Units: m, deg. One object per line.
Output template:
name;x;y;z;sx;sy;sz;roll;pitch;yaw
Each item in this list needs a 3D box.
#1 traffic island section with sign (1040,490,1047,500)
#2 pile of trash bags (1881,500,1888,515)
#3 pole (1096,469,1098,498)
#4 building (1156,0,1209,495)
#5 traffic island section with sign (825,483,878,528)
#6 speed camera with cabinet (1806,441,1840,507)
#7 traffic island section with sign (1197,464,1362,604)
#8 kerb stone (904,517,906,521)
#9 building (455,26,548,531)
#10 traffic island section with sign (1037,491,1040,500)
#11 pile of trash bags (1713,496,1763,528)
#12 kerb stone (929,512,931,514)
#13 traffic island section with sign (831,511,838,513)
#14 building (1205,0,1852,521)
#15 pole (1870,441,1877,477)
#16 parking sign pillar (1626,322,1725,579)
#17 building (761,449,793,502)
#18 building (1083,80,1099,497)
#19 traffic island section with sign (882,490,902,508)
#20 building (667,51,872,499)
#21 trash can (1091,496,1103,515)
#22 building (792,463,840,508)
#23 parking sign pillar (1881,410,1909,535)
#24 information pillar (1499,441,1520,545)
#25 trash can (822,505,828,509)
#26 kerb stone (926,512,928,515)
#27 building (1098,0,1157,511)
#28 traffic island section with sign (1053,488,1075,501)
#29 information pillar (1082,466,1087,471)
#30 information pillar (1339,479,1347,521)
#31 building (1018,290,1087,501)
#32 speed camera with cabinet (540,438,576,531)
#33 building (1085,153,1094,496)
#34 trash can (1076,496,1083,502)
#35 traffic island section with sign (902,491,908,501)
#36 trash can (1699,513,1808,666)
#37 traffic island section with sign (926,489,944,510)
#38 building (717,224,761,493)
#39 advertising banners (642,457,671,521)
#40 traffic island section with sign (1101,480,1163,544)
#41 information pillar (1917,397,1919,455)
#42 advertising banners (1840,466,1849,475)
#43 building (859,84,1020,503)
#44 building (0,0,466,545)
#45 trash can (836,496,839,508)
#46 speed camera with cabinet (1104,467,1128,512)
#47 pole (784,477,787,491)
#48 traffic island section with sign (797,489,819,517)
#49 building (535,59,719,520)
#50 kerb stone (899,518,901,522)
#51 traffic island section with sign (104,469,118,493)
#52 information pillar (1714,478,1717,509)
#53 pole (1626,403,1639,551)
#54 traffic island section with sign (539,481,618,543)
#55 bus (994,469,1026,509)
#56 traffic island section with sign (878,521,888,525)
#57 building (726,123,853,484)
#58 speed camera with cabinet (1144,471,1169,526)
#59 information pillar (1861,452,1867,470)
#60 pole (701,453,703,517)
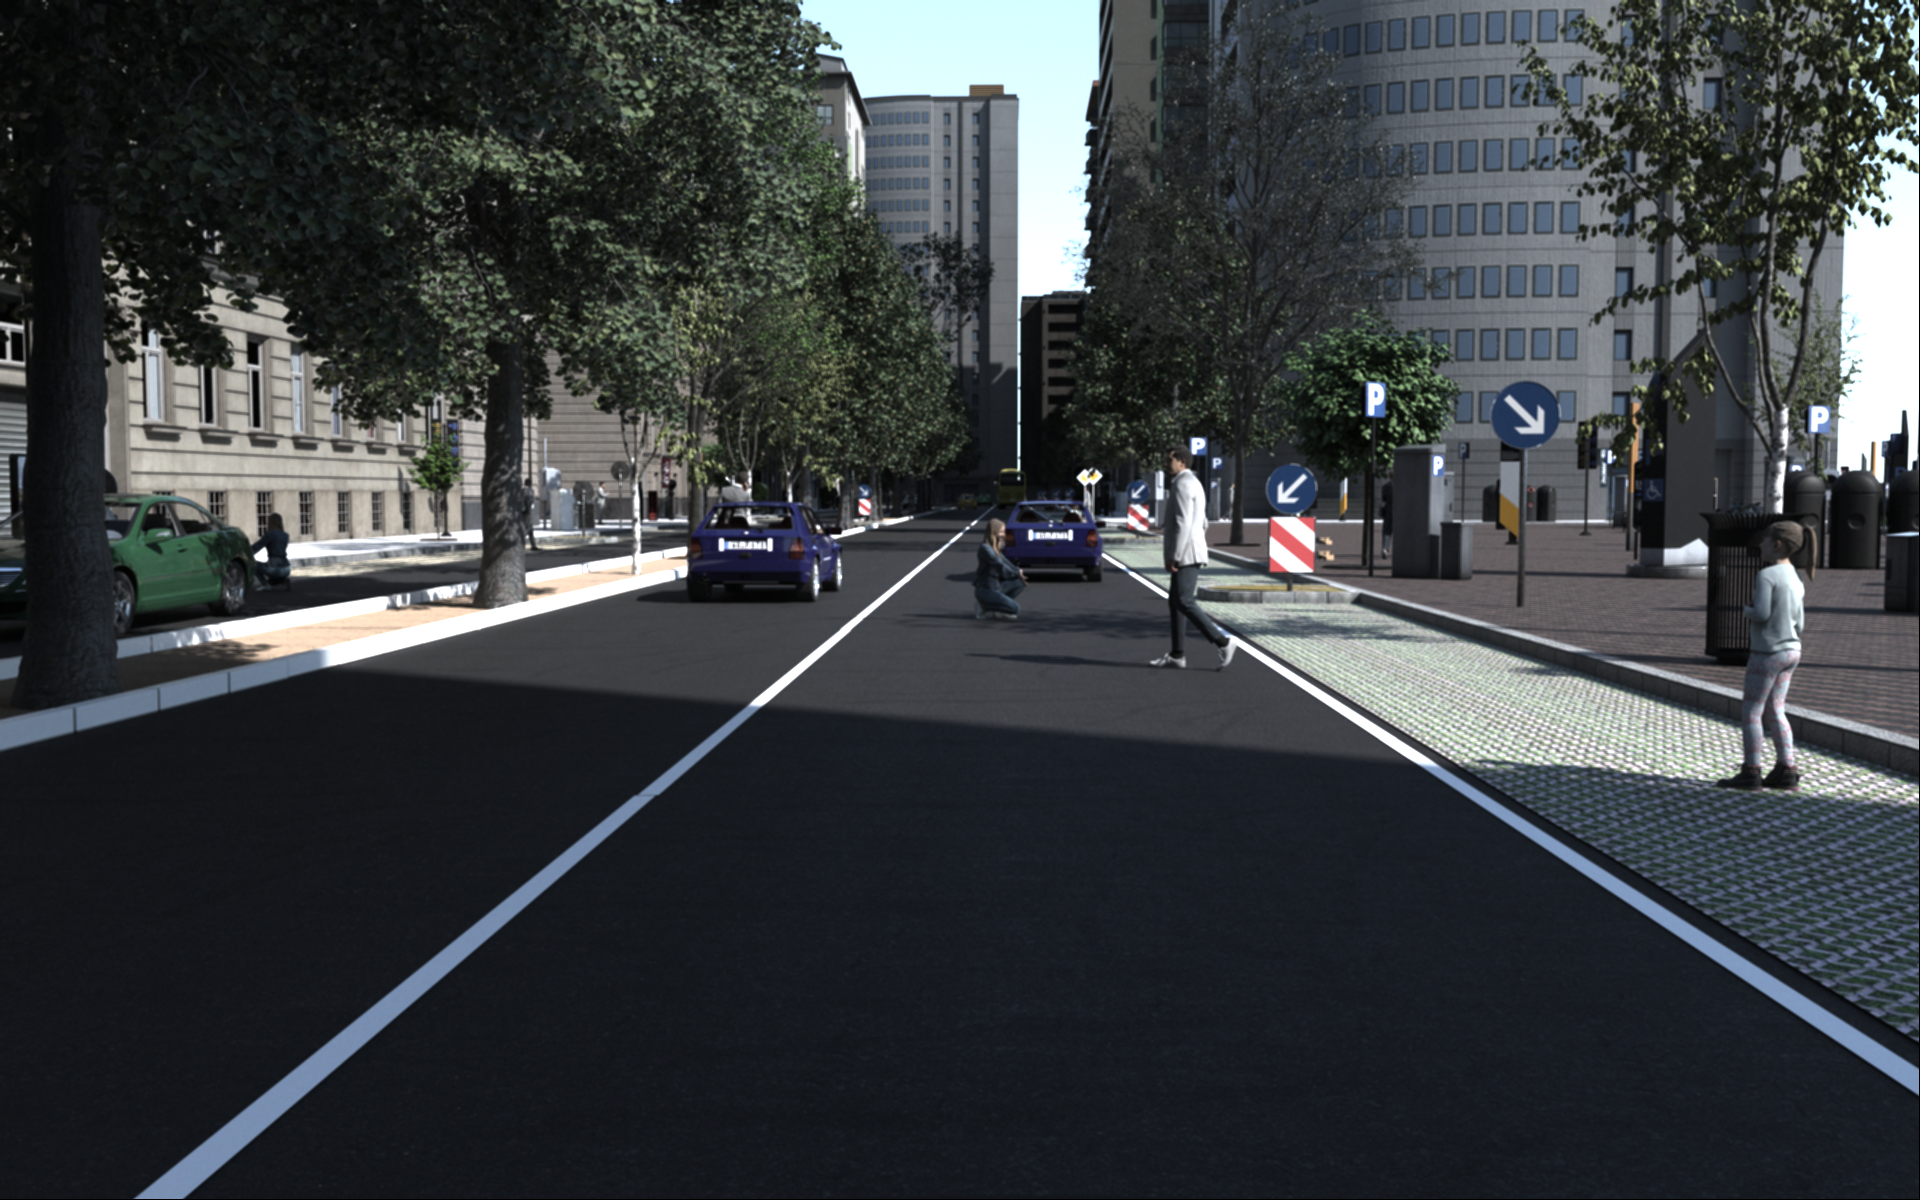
traffic island section with sign;7.359;-7.642;133.569;1.989;1.847;2.006;0;4;2
pile of trash bags;46.968;-4.775;87.822;1.912;1.369;3.447;0;4;5
pole;9.543;-7.760;120.712;0.158;3.312;0.155;0;3;0
building;19.693;-26.284;113.332;14.154;41.232;14.086;0;4;2
traffic island section with sign;-4.640;-3.991;73.387;2.006;1.907;1.989;0;4;2
speed camera with cabinet;31.425;-4.272;64.180;2.038;3.252;0.660;1;4;12
traffic island section with sign;4.256;-0.907;23.452;1.989;1.847;2.006;0;4;2
kerb stone;-3.084;-4.230;91.361;0.120;0.150;1.000;0;4;2
building;-26.280;-14.411;64.495;19.941;23.489;11.050;0;4;2
traffic island section with sign;8.739;-10.638;182.556;1.989;1.847;2.006;0;4;2
pile of trash bags;18.880;-2.038;43.076;3.447;1.369;1.912;0;4;0
kerb stone;-2.275;-5.985;120.054;0.120;0.150;1.000;0;4;2
traffic island section with sign;-8.872;-7.620;133.207;1.989;1.847;2.006;0;4;2
building;28.425;-33.661;92.358;28.212;58.520;21.231;0;4;2
pole;35.162;-4.457;66.723;0.158;3.312;0.155;0;3;0
parking sign pillar;11.055;-2.334;26.628;1.447;3.967;1.447;-2;4;-35
building;-20.709;-18.138;138.356;13.314;21.916;24.055;0;4;2
building;24.285;-32.247;181.854;22.147;44.769;28.867;0;4;2
traffic island section with sign;-7.443;-10.731;184.071;1.989;1.847;2.006;0;4;2
building;-25.777;-38.289;215.258;27.495;52.752;28.713;0;4;2
trash can;8.242;-5.690;104.687;0.748;1.137;0.748;0;3;0
building;-26.860;-19.975;171.630;27.650;21.520;28.899;0;4;2
parking sign pillar;29.740;-4.060;54.851;1.447;3.967;1.447;2;4;24
information pillar;13.996;-3.221;44.019;0.504;3.616;0.183;2;4;24
trash can;-11.584;-8.318;147.646;0.748;1.137;0.748;0;3;0
kerb stone;-2.396;-5.734;115.946;0.120;0.150;1.000;0;4;2
building;22.267;-31.507;138.841;21.300;48.544;21.600;0;4;2
traffic island section with sign;6.590;-5.972;106.263;1.989;1.847;2.006;0;4;2
information pillar;10.275;-9.269;142.906;0.504;3.616;0.183;-2;4;-28
information pillar;18.156;-5.543;81.988;0.183;3.616;0.504;-1;4;-15
building;15.505;-29.171;248.643;14.107;30.474;14.160;0;4;2
speed camera with cabinet;-14.076;-4.050;60.553;0.660;3.252;2.038;-2;4;-33
building;26.841;-36.255;212.384;23.786;49.044;30.456;0;4;2
trash can;9.495;-7.650;136.737;0.748;1.137;0.748;0;3;0
traffic island section with sign;-6.674;-12.403;211.418;1.989;1.847;2.006;0;4;2
trash can;5.960;-0.086;13.054;0.748;1.137;0.748;0;3;0
traffic island section with sign;-2.311;-9.038;155.900;2.006;1.907;1.989;0;4;2
building;-20.802;-17.604;117.504;12.332;23.373;15.834;0;4;2
advertising banners;-14.733;-5.303;82.888;2.074;3.025;0.090;1;4;18
traffic island section with sign;5.019;-2.556;50.423;1.989;1.847;2.006;0;4;2
information pillar;19.774;-2.709;35.648;0.183;3.616;0.504;3;4;36
advertising banners;55.949;-6.833;107.913;2.074;3.025;0.090;2;4;27
building;-5.548;-43.459;252.551;28.212;58.520;21.231;0;4;2
building;-24.601;-12.900;44.197;16.112;22.955;30.059;0;4;2
trash can;-10.876;-8.812;155.726;0.748;1.137;0.748;0;3;0
speed camera with cabinet;11.571;-8.149;127.574;2.038;3.252;0.660;-2;4;-31
pole;-13.009;-8.273;129.100;0.158;3.312;0.155;0;3;0
traffic island section with sign;-9.649;-5.949;105.896;1.989;1.847;2.006;0;4;2
building;-21.157;-18.330;96.954;12.463;27.353;25.104;0;4;2
kerb stone;-3.204;-3.980;87.264;0.120;0.150;1.000;0;4;2
traffic island section with sign;-11.969;-0.902;23.382;1.989;1.847;2.006;0;4;2
information pillar;35.084;-4.667;80.805;0.304;2.012;0.304;-1;4;-9
pole;15.105;-2.755;38.895;0.158;3.312;0.155;0;3;0
traffic island section with sign;-11.195;-2.600;51.143;1.989;1.847;2.006;0;4;2
bus;4.925;-10.850;168.951;2.896;3.916;12.252;0;3;0
traffic island section with sign;-4.421;-4.444;80.791;2.006;1.907;1.989;0;4;2
building;-19.568;-31.113;192.284;14.154;41.232;14.086;0;4;2
speed camera with cabinet;8.165;-4.637;70.147;0.660;3.252;2.038;2;4;33
information pillar;50.716;-6.475;97.226;0.504;3.616;0.183;-2;4;-34
pole;-12.750;-5.583;85.123;0.158;3.312;0.155;0;3;0
